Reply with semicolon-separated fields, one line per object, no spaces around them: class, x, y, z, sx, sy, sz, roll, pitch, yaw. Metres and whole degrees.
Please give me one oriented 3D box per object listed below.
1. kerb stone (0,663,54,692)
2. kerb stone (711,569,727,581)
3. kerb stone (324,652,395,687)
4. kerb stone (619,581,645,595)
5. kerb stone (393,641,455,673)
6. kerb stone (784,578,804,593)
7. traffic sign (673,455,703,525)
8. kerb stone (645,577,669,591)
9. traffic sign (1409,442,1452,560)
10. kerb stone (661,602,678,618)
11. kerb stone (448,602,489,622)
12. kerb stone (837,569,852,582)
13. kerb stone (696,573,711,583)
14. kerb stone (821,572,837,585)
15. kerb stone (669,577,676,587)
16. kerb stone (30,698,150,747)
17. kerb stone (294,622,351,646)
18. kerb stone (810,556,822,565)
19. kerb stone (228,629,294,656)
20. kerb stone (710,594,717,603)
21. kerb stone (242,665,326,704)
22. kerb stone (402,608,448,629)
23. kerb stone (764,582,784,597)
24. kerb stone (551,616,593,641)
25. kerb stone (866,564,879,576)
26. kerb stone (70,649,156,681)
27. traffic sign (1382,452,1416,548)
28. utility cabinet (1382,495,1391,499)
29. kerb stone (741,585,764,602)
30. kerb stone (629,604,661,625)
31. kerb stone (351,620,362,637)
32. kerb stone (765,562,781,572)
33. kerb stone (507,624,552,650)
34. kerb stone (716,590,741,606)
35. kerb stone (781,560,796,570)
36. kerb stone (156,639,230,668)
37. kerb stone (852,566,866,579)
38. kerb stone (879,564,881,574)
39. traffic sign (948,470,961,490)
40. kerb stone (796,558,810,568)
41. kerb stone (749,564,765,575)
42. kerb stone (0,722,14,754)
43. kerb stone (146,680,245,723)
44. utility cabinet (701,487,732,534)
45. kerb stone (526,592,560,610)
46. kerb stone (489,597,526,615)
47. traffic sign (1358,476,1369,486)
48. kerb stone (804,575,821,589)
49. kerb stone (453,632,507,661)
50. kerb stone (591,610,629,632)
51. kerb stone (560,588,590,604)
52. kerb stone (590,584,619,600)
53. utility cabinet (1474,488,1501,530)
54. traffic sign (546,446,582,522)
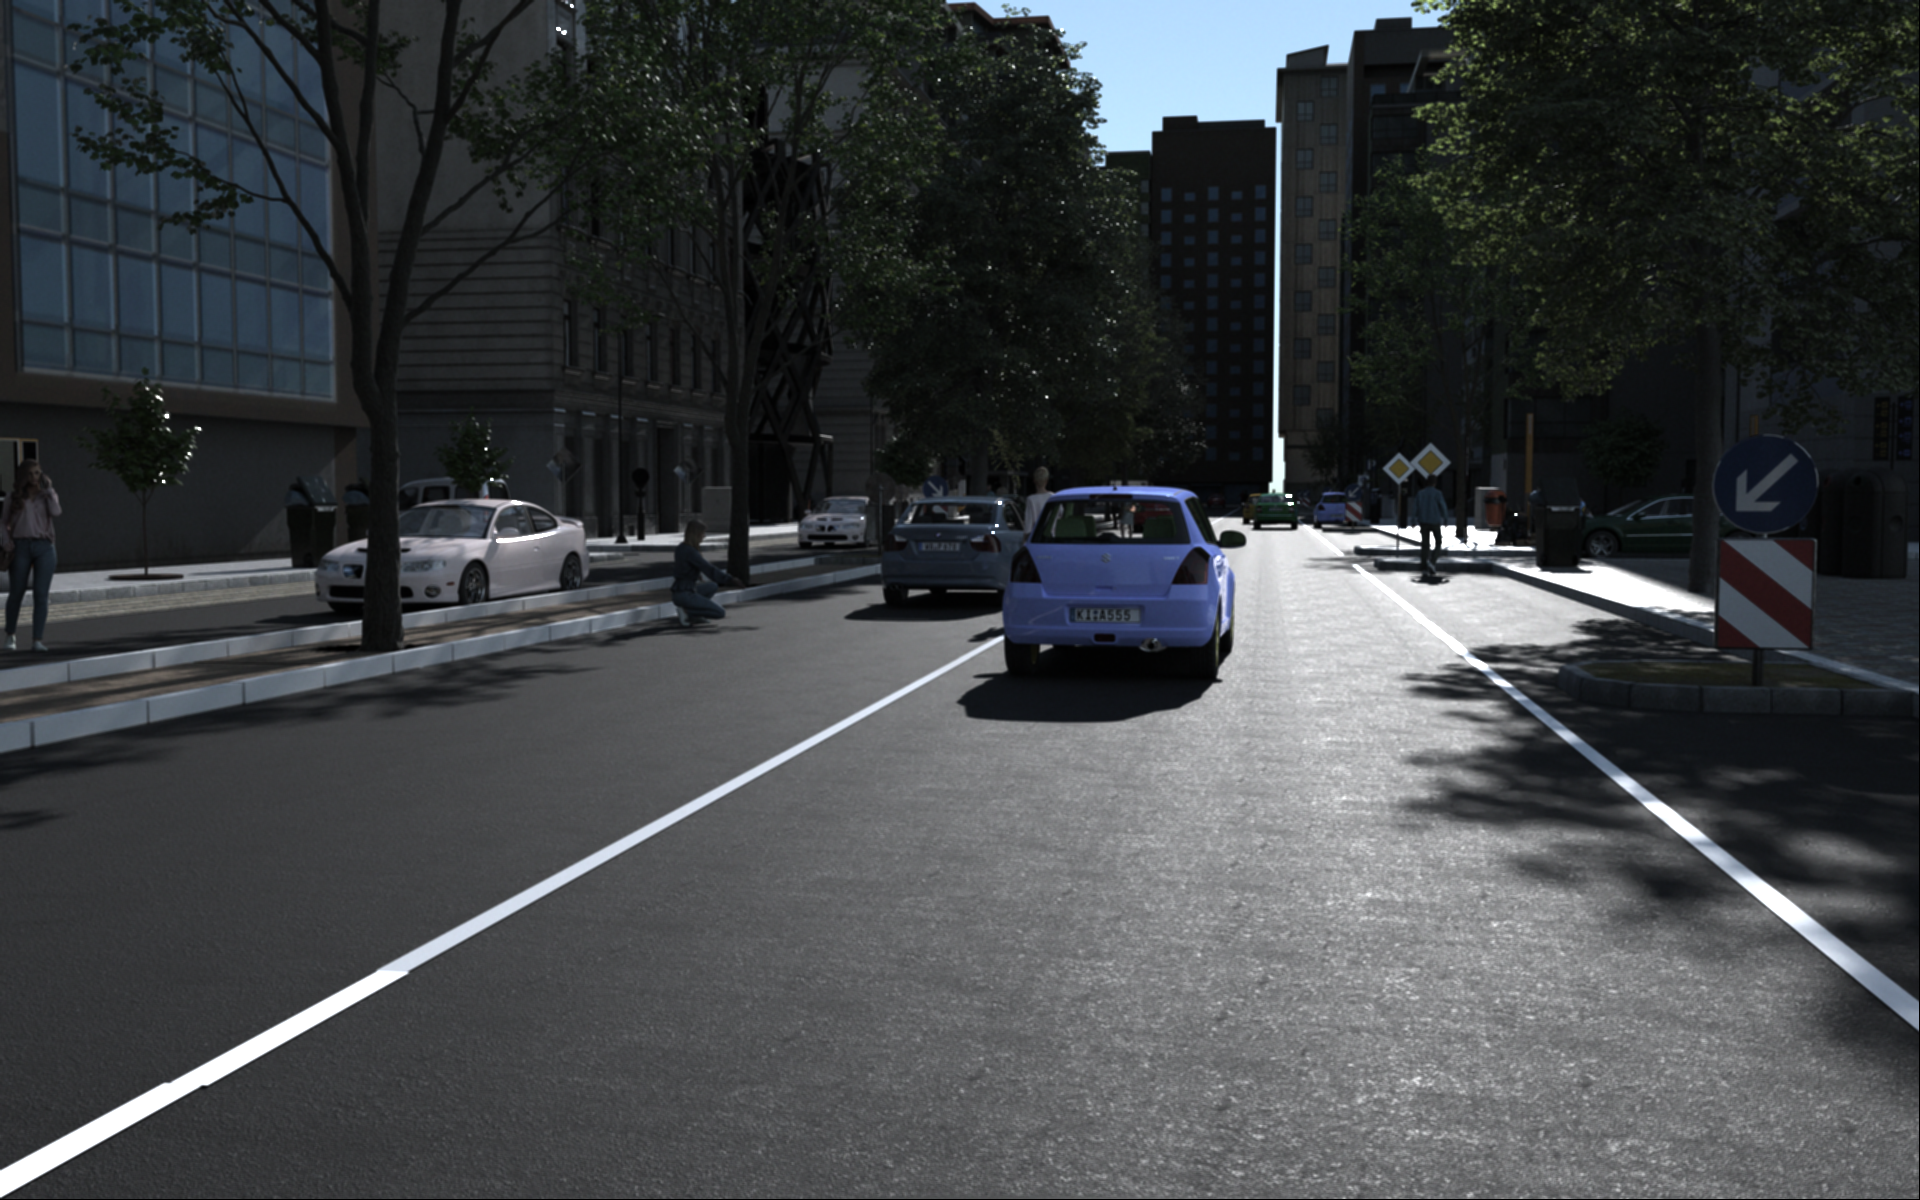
kerb stone;-6.921;0.583;12.670;0.120;0.150;1.000;1;4;10
kerb stone;-4.066;-0.404;28.808;0.120;0.150;1.000;1;4;10
kerb stone;-4.672;0.542;13.328;0.120;0.150;1.000;1;4;10
kerb stone;-4.779;-0.158;24.778;0.120;0.150;1.000;1;4;10
kerb stone;-4.493;0.480;14.342;0.120;0.150;1.000;1;4;10
kerb stone;-2.525;-0.197;25.438;0.120;0.150;1.000;1;4;10
traffic sign;-6.966;-2.493;44.397;0.795;2.450;0.064;1;4;10
kerb stone;-4.600;-0.220;25.789;0.120;0.150;1.000;1;4;10
traffic sign;9.069;-1.823;33.450;0.795;2.450;0.064;1;4;10
kerb stone;-3.420;0.113;20.388;0.120;0.150;1.000;1;4;10
kerb stone;-5.672;0.151;19.736;0.120;0.150;1.000;1;4;10
kerb stone;-1.989;-0.384;28.478;0.120;0.150;1.000;1;4;10
kerb stone;-4.250;-0.343;27.802;0.120;0.150;1.000;1;4;10
kerb stone;-2.178;-0.316;27.462;0.120;0.150;1.000;1;4;10
kerb stone;-4.421;-0.281;26.795;0.120;0.150;1.000;1;4;10
kerb stone;-5.208;0.732;10.301;0.120;0.150;1.000;1;4;10
kerb stone;-6.210;0.336;16.698;0.120;0.150;1.000;1;4;10
kerb stone;-3.008;-0.772;34.872;0.120;0.150;1.000;1;4;10
kerb stone;-6.385;0.398;15.688;0.120;0.150;1.000;1;4;10
kerb stone;-3.252;0.049;21.401;0.120;0.150;1.000;1;4;10
kerb stone;-4.847;0.604;12.315;0.120;0.150;1.000;1;4;10
kerb stone;-5.852;0.212;18.726;0.120;0.150;1.000;1;4;10
kerb stone;-2.717;-0.132;24.420;0.120;0.150;1.000;1;4;10
kerb stone;-3.958;0.297;17.369;0.120;0.150;1.000;1;4;10
kerb stone;-1.648;-0.508;30.493;0.120;0.150;1.000;1;4;10
kerb stone;-6.744;0.523;13.676;0.120;0.150;1.000;1;4;10
traffic sign;10.457;-2.304;41.314;0.795;2.450;0.064;1;4;10
utility cabinet;25.473;-5.719;104.660;1.020;1.237;0.306;0;4;1
kerb stone;-2.890;-0.069;23.413;0.120;0.150;1.000;1;4;10
kerb stone;-3.601;0.173;19.382;0.120;0.150;1.000;1;4;10
kerb stone;-6.035;0.279;17.721;0.120;0.150;1.000;1;4;10
kerb stone;-3.533;-0.590;31.837;0.120;0.150;1.000;1;4;10
kerb stone;-4.139;0.358;16.358;0.120;0.150;1.000;1;4;10
kerb stone;-3.076;-0.013;22.408;0.120;0.150;1.000;1;4;10
kerb stone;-3.353;-0.652;32.852;0.120;0.150;1.000;1;4;10
kerb stone;-6.562;0.460;14.682;0.120;0.150;1.000;1;4;10
kerb stone;-1.816;-0.446;29.485;0.120;0.150;1.000;1;4;10
kerb stone;-1.459;-0.569;31.502;0.120;0.150;1.000;1;4;10
traffic sign;-0.313;-5.700;93.297;0.768;2.556;0.104;1;4;17
kerb stone;-3.173;-0.714;33.863;0.120;0.150;1.000;1;4;10
kerb stone;-3.718;-0.523;30.828;0.120;0.150;1.000;1;4;10
kerb stone;-5.391;0.793;9.290;0.120;0.150;1.000;1;4;10
kerb stone;-5.030;0.671;11.308;0.120;0.150;1.000;1;4;10
utility cabinet;-7.684;-2.840;55.105;1.173;1.500;0.318;2;4;32
kerb stone;-5.315;0.027;21.755;0.120;0.150;1.000;1;4;10
kerb stone;-5.499;0.088;20.750;0.120;0.150;1.000;1;4;10
traffic sign;22.026;-5.654;94.568;0.606;2.300;0.079;1;4;17
kerb stone;-2.351;-0.260;26.448;0.120;0.150;1.000;1;4;10
kerb stone;-4.314;0.419;15.349;0.120;0.150;1.000;1;4;10
kerb stone;-3.775;0.235;18.375;0.120;0.150;1.000;1;4;10
kerb stone;-5.141;-0.035;22.762;0.120;0.150;1.000;1;4;10
kerb stone;-4.956;-0.096;23.771;0.120;0.150;1.000;1;4;10
utility cabinet;18.662;-3.215;61.240;1.173;1.500;0.318;-3;5;-41
traffic sign;-8.353;-2.012;36.533;0.795;2.450;0.064;1;4;10
